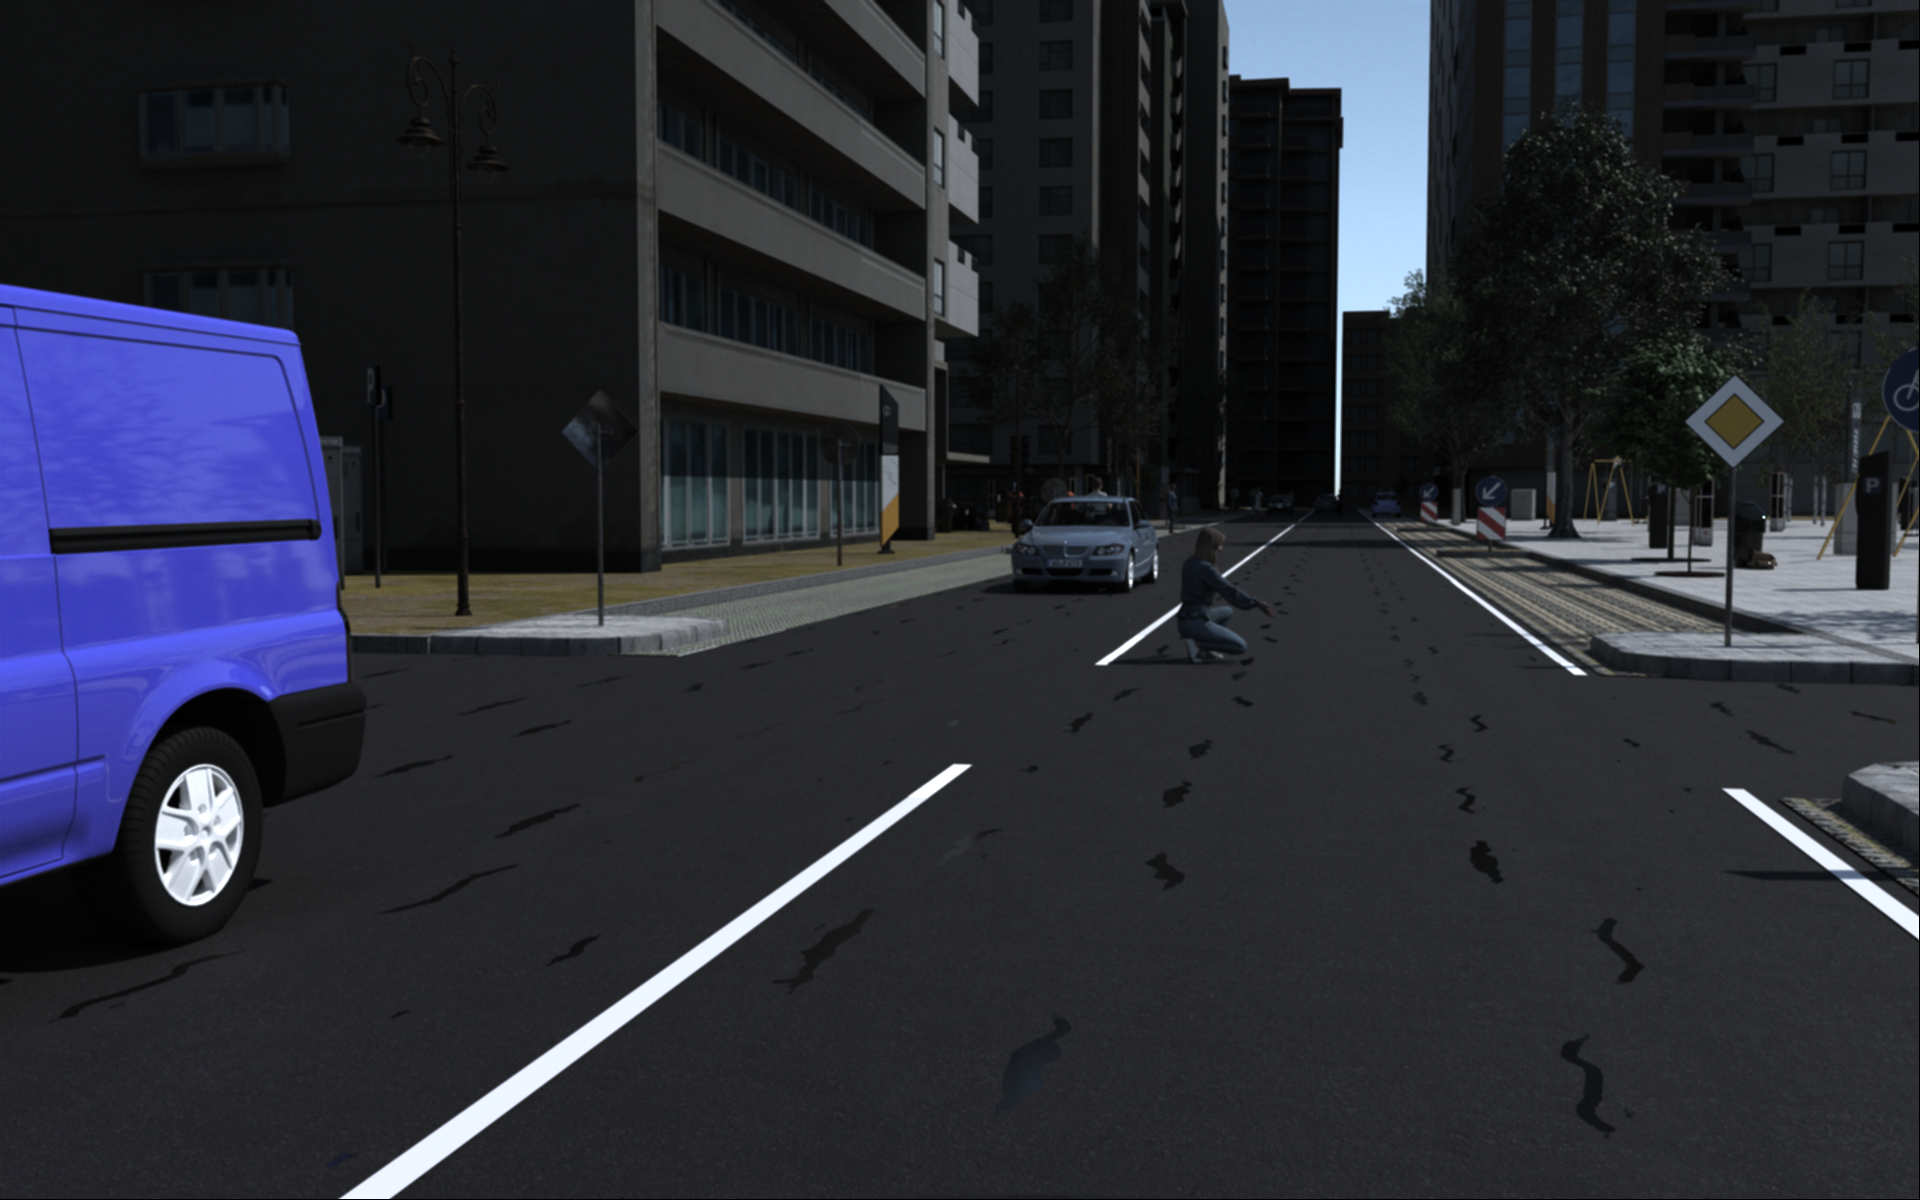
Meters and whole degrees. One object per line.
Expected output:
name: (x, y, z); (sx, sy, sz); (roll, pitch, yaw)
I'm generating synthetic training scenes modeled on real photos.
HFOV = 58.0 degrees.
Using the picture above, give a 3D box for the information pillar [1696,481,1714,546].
information pillar: (18.333, -2.325, 42.512); (0.304, 2.012, 0.304); (2, 4, 26)

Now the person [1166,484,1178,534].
person: (7.620, -3.278, 62.271); (0.419, 1.800, 0.721); (1, 4, 17)

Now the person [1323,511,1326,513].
person: (28.314, -7.513, 134.563); (0.599, 1.433, 0.991); (3, 4, 39)

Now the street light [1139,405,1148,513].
street light: (8.732, -6.666, 81.782); (0.468, 5.910, 1.993); (1, 4, 12)

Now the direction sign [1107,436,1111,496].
direction sign: (5.851, -4.649, 68.003); (0.379, 3.537, 0.876); (1, 4, 14)

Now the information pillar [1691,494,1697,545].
information pillar: (18.559, -2.382, 43.434); (0.304, 2.012, 0.304); (1, 4, 9)

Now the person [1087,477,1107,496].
person: (2.726, -1.510, 33.751); (0.480, 1.755, 0.524); (1, 4, 16)

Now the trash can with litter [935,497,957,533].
trash can with litter: (-0.685, -2.788, 56.971); (1.055, 1.170, 0.624); (-2, 4, -34)

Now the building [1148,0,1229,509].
building: (12.827, -32.569, 156.199); (21.600, 48.544, 21.300); (1, 4, 12)

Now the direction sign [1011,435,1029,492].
direction sign: (2.319, -4.590, 67.051); (0.876, 3.537, 0.379); (3, 5, 40)

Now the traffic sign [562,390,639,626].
traffic sign: (-3.479, -0.801, 16.738); (0.795, 2.450, 0.064); (1, 4, 12)

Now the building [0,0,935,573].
building: (-13.346, -25.406, 39.097); (21.300, 48.544, 21.600); (1, 4, 12)

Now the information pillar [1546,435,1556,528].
information pillar: (22.347, -4.532, 65.445); (0.183, 3.616, 0.504); (-1, 4, -12)

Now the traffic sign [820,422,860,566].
traffic sign: (-2.149, -1.880, 30.848); (0.768, 2.556, 0.104); (1, 4, 17)

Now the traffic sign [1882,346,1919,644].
traffic sign: (8.264, -0.899, 14.804); (0.768, 2.556, 0.104); (1, 4, 15)

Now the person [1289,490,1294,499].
person: (24.689, -7.330, 129.007); (0.551, 1.740, 0.621); (3, 5, 41)

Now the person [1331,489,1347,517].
person: (23.354, -5.958, 106.604); (1.217, 1.739, 0.721); (-2, 4, -29)

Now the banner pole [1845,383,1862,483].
banner pole: (20.233, -3.014, 39.296); (0.863, 3.779, 0.401); (-3, 4, -38)

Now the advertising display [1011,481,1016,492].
advertising display: (2.778, -5.089, 88.411); (0.123, 1.923, 0.974); (1, 4, 14)

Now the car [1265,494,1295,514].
car: (23.003, -6.883, 124.335); (2.131, 1.459, 4.920); (1, 4, 12)

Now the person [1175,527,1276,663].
person: (2.195, -0.059, 14.970); (0.738, 1.151, 1.012); (-1, 4, -12)

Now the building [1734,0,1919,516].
building: (46.761, -32.249, 116.512); (28.713, 52.752, 27.495); (1, 4, 12)

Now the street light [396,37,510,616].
street light: (-5.254, -2.774, 18.149); (0.468, 5.910, 1.993); (1, 4, 12)

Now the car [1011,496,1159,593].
car: (2.017, -0.906, 26.814); (2.014, 1.417, 4.499); (1, 4, 14)

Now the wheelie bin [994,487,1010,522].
wheelie bin: (1.960, -4.349, 79.013); (0.693, 1.594, 0.980); (1, 4, 12)

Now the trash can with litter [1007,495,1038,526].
trash can with litter: (2.663, -3.544, 69.003); (1.678, 1.210, 2.233); (-2, 4, -26)

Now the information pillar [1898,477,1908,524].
information pillar: (40.227, -4.241, 73.831); (0.304, 2.012, 0.304); (0, 4, 2)

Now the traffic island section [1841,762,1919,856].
traffic island section: (4.807, 0.945, 6.829); (2.009, 0.180, 2.903); (1, 4, 12)

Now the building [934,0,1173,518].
building: (4.375, -20.018, 98.991); (14.160, 30.474, 14.107); (1, 4, 12)

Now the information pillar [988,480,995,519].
information pillar: (1.666, -5.277, 90.771); (0.304, 2.012, 0.304); (1, 4, 17)

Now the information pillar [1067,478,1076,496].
information pillar: (5.100, -4.592, 79.578); (0.304, 2.012, 0.304); (-2, 4, -29)

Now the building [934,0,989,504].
building: (-14.511, -29.555, 72.464); (28.713, 52.752, 27.495); (1, 4, 12)

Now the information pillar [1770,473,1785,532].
information pillar: (27.884, -3.340, 59.096); (0.304, 2.012, 0.304); (-2, 4, -24)

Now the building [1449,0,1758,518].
building: (35.686, -27.384, 97.845); (14.600, 45.320, 14.200); (1, 4, 12)

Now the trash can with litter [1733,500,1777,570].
trash can with litter: (13.736, -1.128, 29.825); (0.624, 1.170, 1.055); (0, 4, -4)

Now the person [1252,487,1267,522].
person: (15.339, -4.900, 88.710); (0.778, 1.811, 0.616); (1, 4, 16)

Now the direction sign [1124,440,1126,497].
direction sign: (6.984, -4.978, 73.387); (0.379, 3.537, 0.876); (0, 4, 2)

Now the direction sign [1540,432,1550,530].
direction sign: (21.144, -4.312, 62.491); (0.379, 3.537, 0.876); (2, 4, 24)

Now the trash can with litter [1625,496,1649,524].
trash can with litter: (29.885, -3.890, 74.660); (2.233, 1.210, 1.678); (3, 4, 37)

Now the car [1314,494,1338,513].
car: (27.698, -7.266, 130.800); (2.014, 1.417, 4.499); (1, 4, 13)

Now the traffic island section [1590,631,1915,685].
traffic island section: (6.504, 0.468, 14.632); (2.009, 0.180, 2.903); (1, 4, 12)

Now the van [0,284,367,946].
van: (-3.647, 0.018, 4.086); (2.240, 2.365, 5.245); (1, 4, 11)

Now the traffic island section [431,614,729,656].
traffic island section: (-3.503, 0.335, 16.805); (2.009, 0.180, 2.903); (1, 4, 12)

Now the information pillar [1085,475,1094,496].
information pillar: (4.937, -3.771, 66.147); (0.304, 2.012, 0.304); (-1, 4, -11)

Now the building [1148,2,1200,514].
building: (-0.069, -26.130, 119.114); (32.217, 40.220, 23.993); (1, 4, 12)

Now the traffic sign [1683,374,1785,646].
traffic sign: (6.479, -0.668, 14.560); (0.795, 2.450, 0.064); (1, 4, 12)

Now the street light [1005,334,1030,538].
street light: (1.667, -4.721, 49.981); (0.468, 5.910, 1.993); (1, 4, 12)

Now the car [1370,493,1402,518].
car: (26.182, -5.919, 106.363); (1.945, 1.707, 3.694); (1, 4, 12)

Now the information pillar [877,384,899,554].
information pillar: (-1.532, -2.803, 37.182); (0.504, 3.616, 0.183); (-3, 5, -44)
